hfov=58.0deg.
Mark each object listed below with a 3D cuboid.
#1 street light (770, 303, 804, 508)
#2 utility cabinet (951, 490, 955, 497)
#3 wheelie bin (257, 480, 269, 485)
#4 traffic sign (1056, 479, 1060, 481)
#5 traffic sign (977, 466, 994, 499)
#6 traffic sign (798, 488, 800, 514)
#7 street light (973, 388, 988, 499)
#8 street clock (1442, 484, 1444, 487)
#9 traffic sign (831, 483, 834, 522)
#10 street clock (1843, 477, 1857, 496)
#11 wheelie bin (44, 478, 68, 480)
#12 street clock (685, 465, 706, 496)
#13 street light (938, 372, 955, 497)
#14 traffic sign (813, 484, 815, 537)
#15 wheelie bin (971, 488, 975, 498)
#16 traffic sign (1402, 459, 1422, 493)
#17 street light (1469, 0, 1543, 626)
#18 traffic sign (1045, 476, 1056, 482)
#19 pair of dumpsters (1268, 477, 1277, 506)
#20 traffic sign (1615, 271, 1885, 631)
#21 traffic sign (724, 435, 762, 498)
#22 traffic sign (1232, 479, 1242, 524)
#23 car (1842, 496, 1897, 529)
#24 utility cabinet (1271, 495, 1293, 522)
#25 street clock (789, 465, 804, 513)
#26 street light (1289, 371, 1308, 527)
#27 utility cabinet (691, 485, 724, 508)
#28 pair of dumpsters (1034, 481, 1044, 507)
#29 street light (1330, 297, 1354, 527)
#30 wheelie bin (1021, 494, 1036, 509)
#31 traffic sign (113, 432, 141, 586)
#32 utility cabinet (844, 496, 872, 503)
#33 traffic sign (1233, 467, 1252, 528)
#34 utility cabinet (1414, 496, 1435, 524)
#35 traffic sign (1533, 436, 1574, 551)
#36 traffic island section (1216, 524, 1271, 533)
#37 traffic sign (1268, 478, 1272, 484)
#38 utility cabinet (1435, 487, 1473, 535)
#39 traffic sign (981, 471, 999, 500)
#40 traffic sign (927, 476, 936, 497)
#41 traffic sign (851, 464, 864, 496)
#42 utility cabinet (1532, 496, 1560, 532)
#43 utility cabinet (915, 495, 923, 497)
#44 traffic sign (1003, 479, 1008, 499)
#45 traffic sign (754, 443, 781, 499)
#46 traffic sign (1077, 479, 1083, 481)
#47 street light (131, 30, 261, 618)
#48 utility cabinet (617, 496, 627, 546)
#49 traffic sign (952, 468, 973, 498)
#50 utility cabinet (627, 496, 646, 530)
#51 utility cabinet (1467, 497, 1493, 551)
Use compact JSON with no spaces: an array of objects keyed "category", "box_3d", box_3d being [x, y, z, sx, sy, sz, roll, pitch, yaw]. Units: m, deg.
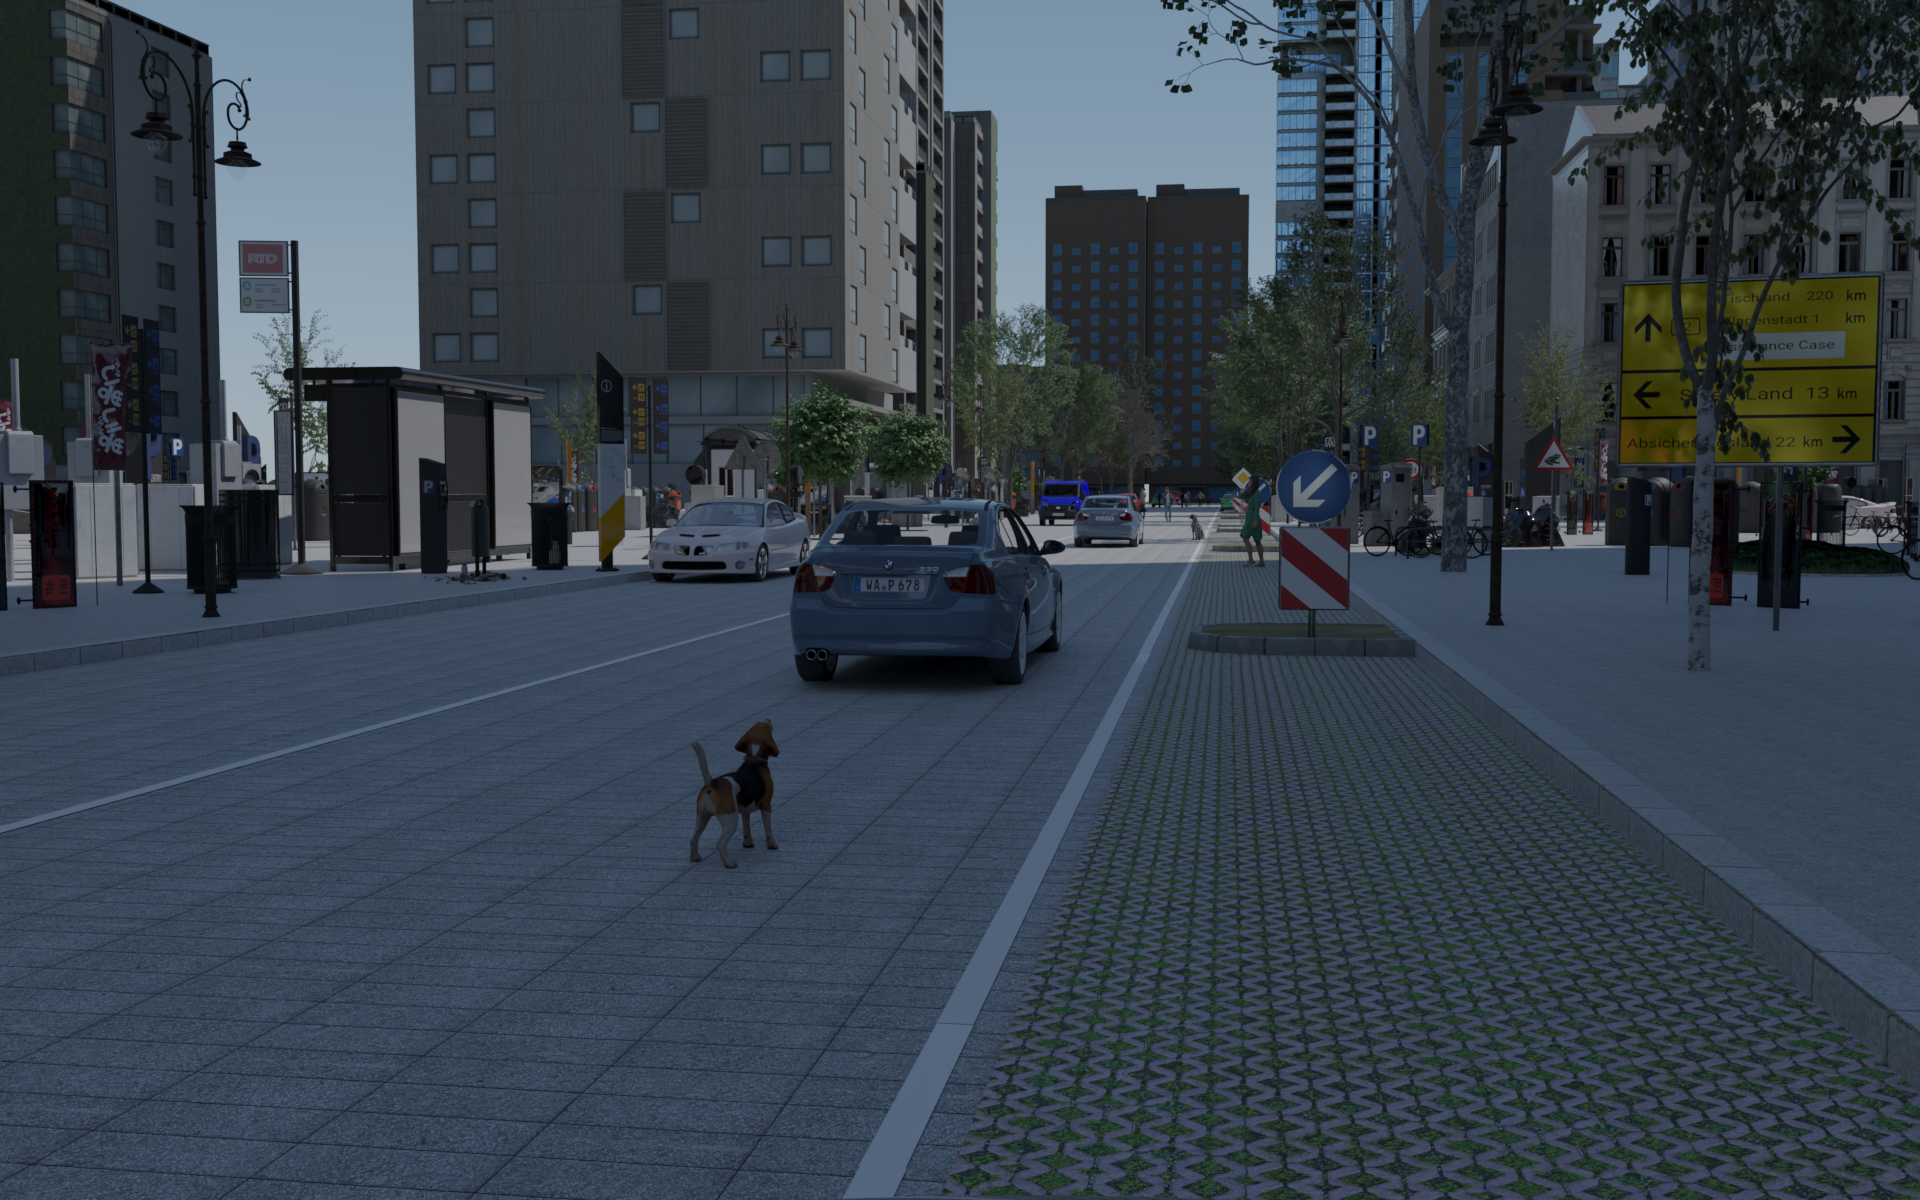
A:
[{"category":"street light","box_3d":[-4.190,-4.238,42.072,0.468,5.910,1.993,1,4,9]},{"category":"utility cabinet","box_3d":[-0.122,-5.957,106.083,0.318,1.500,1.173,-3,4,-38]},{"category":"wheelie bin","box_3d":[-15.538,-1.877,38.596,0.693,1.594,0.980,-3,4,-36]},{"category":"traffic sign","box_3d":[8.384,-9.069,148.376,0.768,2.556,0.104,1,4,17]},{"category":"traffic sign","box_3d":[1.152,-4.757,77.889,0.768,2.556,0.104,1,4,10]},{"category":"traffic sign","box_3d":[-4.826,-3.169,51.916,0.768,2.556,0.104,1,4,10]},{"category":"street light","box_3d":[0.897,-6.268,75.269,0.468,5.910,1.993,1,4,9]},{"category":"street clock","box_3d":[34.868,-7.367,125.013,0.471,2.002,0.358,1,4,14]},{"category":"traffic sign","box_3d":[-3.864,-3.201,52.436,0.768,2.556,0.104,1,4,12]},{"category":"street clock","box_3d":[37.336,-4.167,72.706,0.471,2.002,0.358,-1,4,-11]},{"category":"wheelie bin","box_3d":[-17.643,-1.582,33.767,0.980,1.594,0.693,-2,4,-25]},{"category":"street clock","box_3d":[-6.633,-2.382,43.518,0.471,2.002,0.358,1,4,19]},{"category":"street light","box_3d":[-0.526,-5.695,65.900,0.468,5.910,1.993,1,4,9]},{"category":"traffic sign","box_3d":[-4.339,-3.147,51.462,0.884,2.594,0.081,1,4,16]},{"category":"wheelie bin","box_3d":[0.331,-5.088,91.096,0.980,1.594,0.693,-3,4,-38]},{"category":"traffic sign","box_3d":[16.246,-3.815,62.476,0.768,2.556,0.104,1,4,17]},{"category":"street light","box_3d":[5.236,-2.690,16.775,0.468,5.910,1.993,1,4,9]},{"category":"traffic sign","box_3d":[6.323,-7.420,121.430,0.768,2.556,0.104,1,4,10]},{"category":"pair of dumpsters","box_3d":[19.095,-6.180,103.540,1.574,2.255,4.437,1,4,9]},{"category":"traffic sign","box_3d":[7.358,-1.369,16.261,2.265,3.308,0.079,1,4,18]},{"category":"traffic sign","box_3d":[-4.741,-2.313,37.816,0.884,2.594,0.081,1,4,13]},{"category":"traffic sign","box_3d":[11.919,-4.266,73.388,0.795,2.450,0.064,1,4,9]},{"category":"car","box_3d":[33.399,-3.326,66.746,4.827,1.381,2.083,1,4,10]},{"category":"utility cabinet","box_3d":[14.677,-4.144,78.916,1.020,1.237,0.306,-2,4,-24]},{"category":"street clock","box_3d":[-4.160,-2.399,43.796,0.358,2.002,0.471,2,4,32]},{"category":"street light","box_3d":[12.726,-5.627,64.782,0.468,5.910,1.993,1,4,9]},{"category":"utility cabinet","box_3d":[-5.995,-1.991,41.238,0.318,1.500,1.173,-2,4,-35]},{"category":"pair of dumpsters","box_3d":[5.433,-7.524,125.518,1.574,2.255,4.437,1,4,9]},{"category":"street light","box_3d":[8.939,-4.153,40.689,0.468,5.910,1.993,1,4,9]},{"category":"wheelie bin","box_3d":[5.134,-7.620,132.494,0.980,1.594,0.693,-1,4,-17]},{"category":"traffic sign","box_3d":[-11.725,-1.467,24.093,0.768,2.556,0.104,1,4,14]},{"category":"utility cabinet","box_3d":[-3.798,-3.261,64.476,1.020,1.237,0.306,0,4,-5]},{"category":"traffic sign","box_3d":[10.706,-3.783,65.495,0.795,2.450,0.064,1,4,9]},{"category":"utility cabinet","box_3d":[19.854,-3.819,73.607,1.020,1.237,0.306,0,4,-2]},{"category":"traffic sign","box_3d":[13.293,-2.375,38.841,0.884,2.594,0.081,1,4,14]},{"category":"traffic island section","box_3d":[10.731,-2.648,65.569,2.009,0.180,2.903,1,4,9]},{"category":"traffic sign","box_3d":[24.061,-8.195,133.995,0.884,2.594,0.081,1,4,12]},{"category":"utility cabinet","box_3d":[15.489,-2.792,54.330,1.173,1.500,0.318,-1,4,-18]},{"category":"traffic sign","box_3d":[1.302,-4.366,75.033,0.795,2.450,0.064,1,4,9]},{"category":"traffic sign","box_3d":[-1.543,-5.140,84.138,0.768,2.556,0.104,1,4,13]},{"category":"traffic sign","box_3d":[-4.133,-4.119,67.444,0.768,2.556,0.104,1,4,14]},{"category":"utility cabinet","box_3d":[18.998,-2.754,56.192,0.306,1.237,1.020,-1,4,-19]},{"category":"utility cabinet","box_3d":[-2.229,-5.028,93.369,0.306,1.237,1.020,1,4,14]},{"category":"traffic sign","box_3d":[3.143,-7.255,119.806,0.795,2.450,0.064,1,4,18]},{"category":"traffic sign","box_3d":[-4.821,-2.627,43.055,0.768,2.556,0.104,1,4,18]},{"category":"traffic sign","box_3d":[9.866,-8.729,142.829,0.768,2.556,0.104,1,4,13]},{"category":"street light","box_3d":[-7.814,-2.759,17.897,0.468,5.910,1.993,1,4,9]},{"category":"utility cabinet","box_3d":[-8.569,-1.932,42.742,0.306,1.237,1.020,0,4,5]},{"category":"traffic sign","box_3d":[0.089,-3.884,67.141,0.795,2.450,0.064,1,4,9]},{"category":"utility cabinet","box_3d":[-11.639,-3.092,61.712,1.020,1.237,0.306,3,4,37]},{"category":"utility cabinet","box_3d":[11.777,-1.724,39.353,0.306,1.237,1.020,-1,4,-10]}]
